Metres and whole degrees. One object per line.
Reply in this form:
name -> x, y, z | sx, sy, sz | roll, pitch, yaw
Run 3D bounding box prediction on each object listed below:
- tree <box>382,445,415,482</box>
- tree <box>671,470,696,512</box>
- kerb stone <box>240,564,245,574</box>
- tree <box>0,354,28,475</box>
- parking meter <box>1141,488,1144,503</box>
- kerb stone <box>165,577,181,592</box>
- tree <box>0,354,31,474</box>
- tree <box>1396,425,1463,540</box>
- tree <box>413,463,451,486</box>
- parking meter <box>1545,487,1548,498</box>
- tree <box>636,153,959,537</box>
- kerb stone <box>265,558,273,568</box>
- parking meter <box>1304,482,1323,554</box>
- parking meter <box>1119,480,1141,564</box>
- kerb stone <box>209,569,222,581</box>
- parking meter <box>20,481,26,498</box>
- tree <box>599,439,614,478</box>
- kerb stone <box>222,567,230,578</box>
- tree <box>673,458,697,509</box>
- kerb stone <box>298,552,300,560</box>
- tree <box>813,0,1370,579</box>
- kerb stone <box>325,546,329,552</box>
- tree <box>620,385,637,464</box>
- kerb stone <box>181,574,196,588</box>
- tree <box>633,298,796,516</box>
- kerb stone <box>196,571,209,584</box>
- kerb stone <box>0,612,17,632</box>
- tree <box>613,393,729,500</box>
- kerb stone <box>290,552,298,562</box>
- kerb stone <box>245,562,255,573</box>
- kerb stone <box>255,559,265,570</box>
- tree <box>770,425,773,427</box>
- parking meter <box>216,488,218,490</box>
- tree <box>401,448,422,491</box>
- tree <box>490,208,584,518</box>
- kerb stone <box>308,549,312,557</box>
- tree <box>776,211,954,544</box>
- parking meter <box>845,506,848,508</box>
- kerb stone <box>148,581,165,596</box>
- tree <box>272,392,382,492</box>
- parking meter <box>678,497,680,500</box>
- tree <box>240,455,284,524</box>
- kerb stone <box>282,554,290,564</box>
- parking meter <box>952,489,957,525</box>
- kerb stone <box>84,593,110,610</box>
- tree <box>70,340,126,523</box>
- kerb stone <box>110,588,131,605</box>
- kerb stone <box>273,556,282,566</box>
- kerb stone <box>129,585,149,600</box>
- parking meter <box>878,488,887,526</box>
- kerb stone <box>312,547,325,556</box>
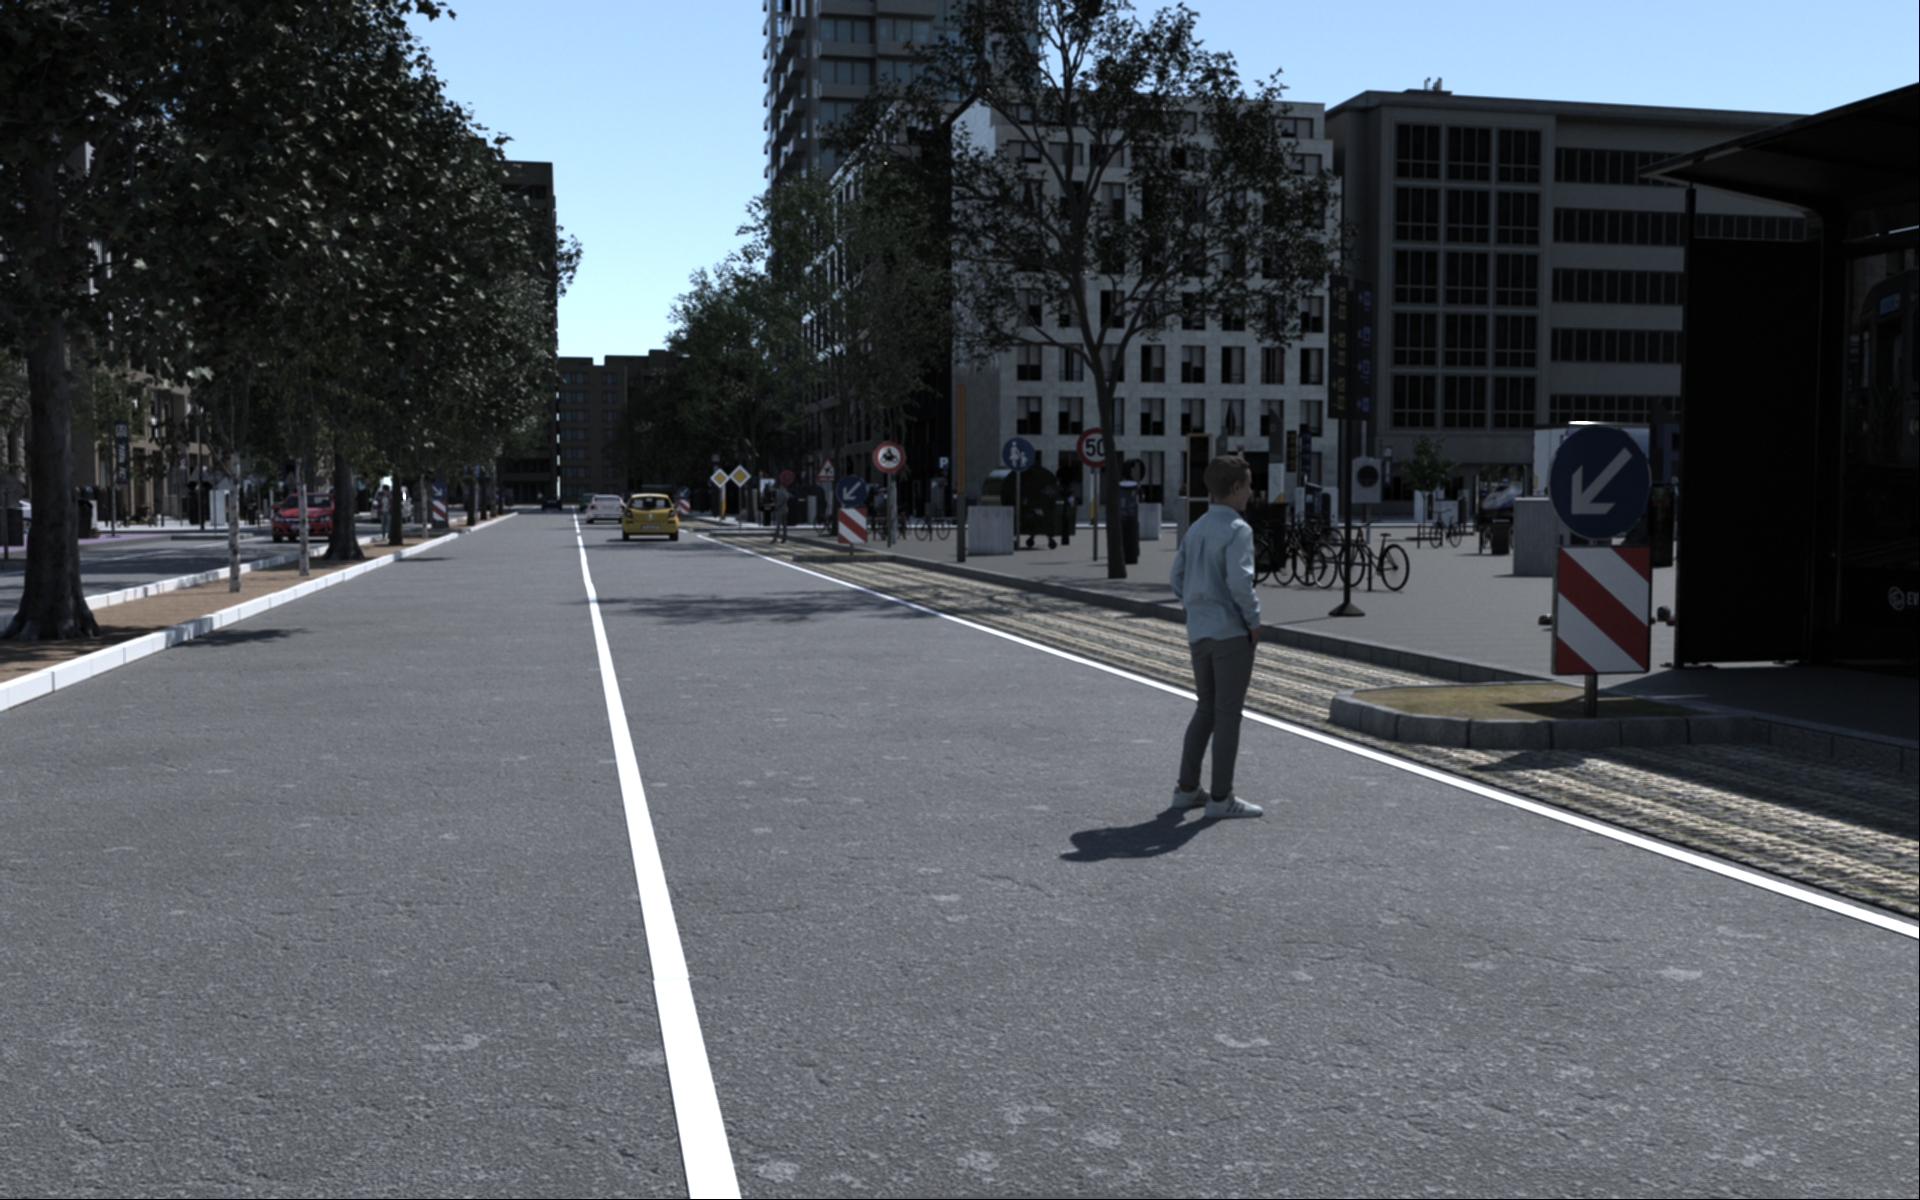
tree -> -42.642, -12.648, 124.927 | 7.486, 12.596, 7.792 | 0, 3, 0
tree -> -19.325, -7.803, 122.186 | 1.663, 3.219, 1.824 | 0, 3, 0
kerb stone -> -12.812, -0.511, 30.542 | 0.120, 0.150, 1.000 | -1, 4, -13
tree -> -23.781, -5.523, 40.670 | 4.737, 8.622, 4.395 | 0, 3, 0
parking meter -> 7.265, -3.771, 70.073 | 0.372, 1.533, 0.369 | 0, 3, 0
kerb stone -> -11.694, -0.204, 25.538 | 0.120, 0.150, 1.000 | -1, 4, -13
tree -> -34.895, -6.842, 62.223 | 4.360, 8.622, 3.978 | 0, 3, 0
tree -> 13.035, -3.319, 48.872 | 1.663, 3.219, 1.824 | 0, 3, 0
tree -> -56.287, -12.361, 185.820 | 4.285, 4.588, 4.351 | 0, 3, 0
parking meter -> 15.214, -2.209, 44.534 | 0.372, 1.533, 0.369 | 0, 3, 0
tree -> -3.598, -7.739, 52.287 | 9.928, 11.665, 9.643 | 0, 3, 0
kerb stone -> -13.505, -0.694, 33.543 | 0.120, 0.150, 1.000 | -1, 4, -13
parking meter -> 7.531, -1.743, 36.915 | 0.372, 1.533, 0.369 | 0, 3, 0
parking meter -> 3.081, -1.430, 31.793 | 0.372, 1.533, 0.369 | 0, 3, 0
kerb stone -> -12.370, -0.388, 28.547 | 0.120, 0.150, 1.000 | -1, 4, -13
parking meter -> -41.372, -4.316, 76.284 | 0.399, 1.863, 0.255 | 1, 4, 18
tree -> -40.146, -17.143, 214.699 | 8.767, 10.594, 7.601 | -2, 4, -30
kerb stone -> -12.595, -0.447, 29.544 | 0.120, 0.150, 1.000 | -1, 4, -13
tree -> -24.246, -12.146, 148.941 | 4.737, 8.622, 4.395 | 0, 3, 0
kerb stone -> -14.396, -0.939, 37.548 | 0.120, 0.150, 1.000 | -1, 4, -13
tree -> 2.295, -5.626, 26.406 | 8.767, 10.594, 7.601 | -1, 4, -21
kerb stone -> -15.286, -1.183, 41.538 | 0.120, 0.150, 1.000 | -1, 4, -13
tree -> -9.435, -9.277, 77.434 | 9.928, 11.665, 9.643 | 0, 3, 0
kerb stone -> -11.915, -0.265, 26.536 | 0.120, 0.150, 1.000 | -1, 4, -13
tree -> -14.277, -11.261, 101.124 | 9.611, 12.733, 9.660 | 0, 3, 0
kerb stone -> -12.149, -0.326, 27.549 | 0.120, 0.150, 1.000 | -1, 4, -13
kerb stone -> -10.123, 0.226, 18.538 | 0.120, 0.150, 1.000 | -1, 4, -13
tree -> -20.501, -11.892, 128.840 | 7.601, 10.594, 8.767 | 0, 4, 7
kerb stone -> -14.161, -0.875, 36.541 | 0.120, 0.150, 1.000 | -1, 4, -13
kerb stone -> -13.048, -0.572, 31.550 | 0.120, 0.150, 1.000 | -1, 4, -13
kerb stone -> -13.267, -0.633, 32.548 | 0.120, 0.150, 1.000 | -1, 4, -13
tree -> -10.890, -10.176, 116.742 | 4.360, 8.622, 3.978 | 0, 3, 0
parking meter -> -31.676, -4.027, 74.257 | 0.372, 1.533, 0.369 | 0, 3, 0
tree -> -45.299, -11.561, 139.384 | 4.360, 8.622, 3.978 | 0, 3, 0
tree -> -29.590, -15.066, 104.673 | 12.611, 20.169, 13.585 | 0, 3, 0
kerb stone -> -14.622, -0.999, 38.545 | 0.120, 0.150, 1.000 | -1, 4, -13
tree -> -1.902, -5.742, 44.250 | 4.360, 8.622, 3.978 | 0, 3, 0
parking meter -> -5.926, -4.933, 89.059 | 0.372, 1.533, 0.369 | 0, 3, 0
kerb stone -> -11.475, -0.138, 24.535 | 0.120, 0.150, 1.000 | -1, 4, -13
tree -> -34.950, -10.623, 91.819 | 7.486, 12.596, 7.792 | 0, 3, 0
parking meter -> -21.343, -7.562, 132.045 | 0.372, 1.533, 0.369 | 0, 3, 0
tree -> -30.197, -4.935, 75.292 | 1.663, 3.219, 1.824 | 0, 3, 0
kerb stone -> -13.946, -0.816, 35.539 | 0.120, 0.150, 1.000 | -1, 4, -13
parking meter -> -0.150, -3.827, 70.990 | 0.372, 1.533, 0.369 | 0, 3, 0
kerb stone -> -10.796, 0.040, 21.537 | 0.120, 0.150, 1.000 | -1, 4, -13
tree -> -36.971, -7.643, 75.326 | 4.737, 8.622, 4.395 | 0, 3, 0
kerb stone -> -11.014, -0.015, 22.536 | 0.120, 0.150, 1.000 | -1, 4, -13
kerb stone -> -13.718, -0.750, 34.543 | 0.120, 0.150, 1.000 | -1, 4, -13
kerb stone -> -11.248, -0.080, 23.535 | 0.120, 0.150, 1.000 | -1, 4, -13
parking meter -> -3.147, -3.799, 70.530 | 0.372, 1.533, 0.369 | 0, 3, 0
kerb stone -> -15.063, -1.121, 40.541 | 0.120, 0.150, 1.000 | -1, 4, -13
